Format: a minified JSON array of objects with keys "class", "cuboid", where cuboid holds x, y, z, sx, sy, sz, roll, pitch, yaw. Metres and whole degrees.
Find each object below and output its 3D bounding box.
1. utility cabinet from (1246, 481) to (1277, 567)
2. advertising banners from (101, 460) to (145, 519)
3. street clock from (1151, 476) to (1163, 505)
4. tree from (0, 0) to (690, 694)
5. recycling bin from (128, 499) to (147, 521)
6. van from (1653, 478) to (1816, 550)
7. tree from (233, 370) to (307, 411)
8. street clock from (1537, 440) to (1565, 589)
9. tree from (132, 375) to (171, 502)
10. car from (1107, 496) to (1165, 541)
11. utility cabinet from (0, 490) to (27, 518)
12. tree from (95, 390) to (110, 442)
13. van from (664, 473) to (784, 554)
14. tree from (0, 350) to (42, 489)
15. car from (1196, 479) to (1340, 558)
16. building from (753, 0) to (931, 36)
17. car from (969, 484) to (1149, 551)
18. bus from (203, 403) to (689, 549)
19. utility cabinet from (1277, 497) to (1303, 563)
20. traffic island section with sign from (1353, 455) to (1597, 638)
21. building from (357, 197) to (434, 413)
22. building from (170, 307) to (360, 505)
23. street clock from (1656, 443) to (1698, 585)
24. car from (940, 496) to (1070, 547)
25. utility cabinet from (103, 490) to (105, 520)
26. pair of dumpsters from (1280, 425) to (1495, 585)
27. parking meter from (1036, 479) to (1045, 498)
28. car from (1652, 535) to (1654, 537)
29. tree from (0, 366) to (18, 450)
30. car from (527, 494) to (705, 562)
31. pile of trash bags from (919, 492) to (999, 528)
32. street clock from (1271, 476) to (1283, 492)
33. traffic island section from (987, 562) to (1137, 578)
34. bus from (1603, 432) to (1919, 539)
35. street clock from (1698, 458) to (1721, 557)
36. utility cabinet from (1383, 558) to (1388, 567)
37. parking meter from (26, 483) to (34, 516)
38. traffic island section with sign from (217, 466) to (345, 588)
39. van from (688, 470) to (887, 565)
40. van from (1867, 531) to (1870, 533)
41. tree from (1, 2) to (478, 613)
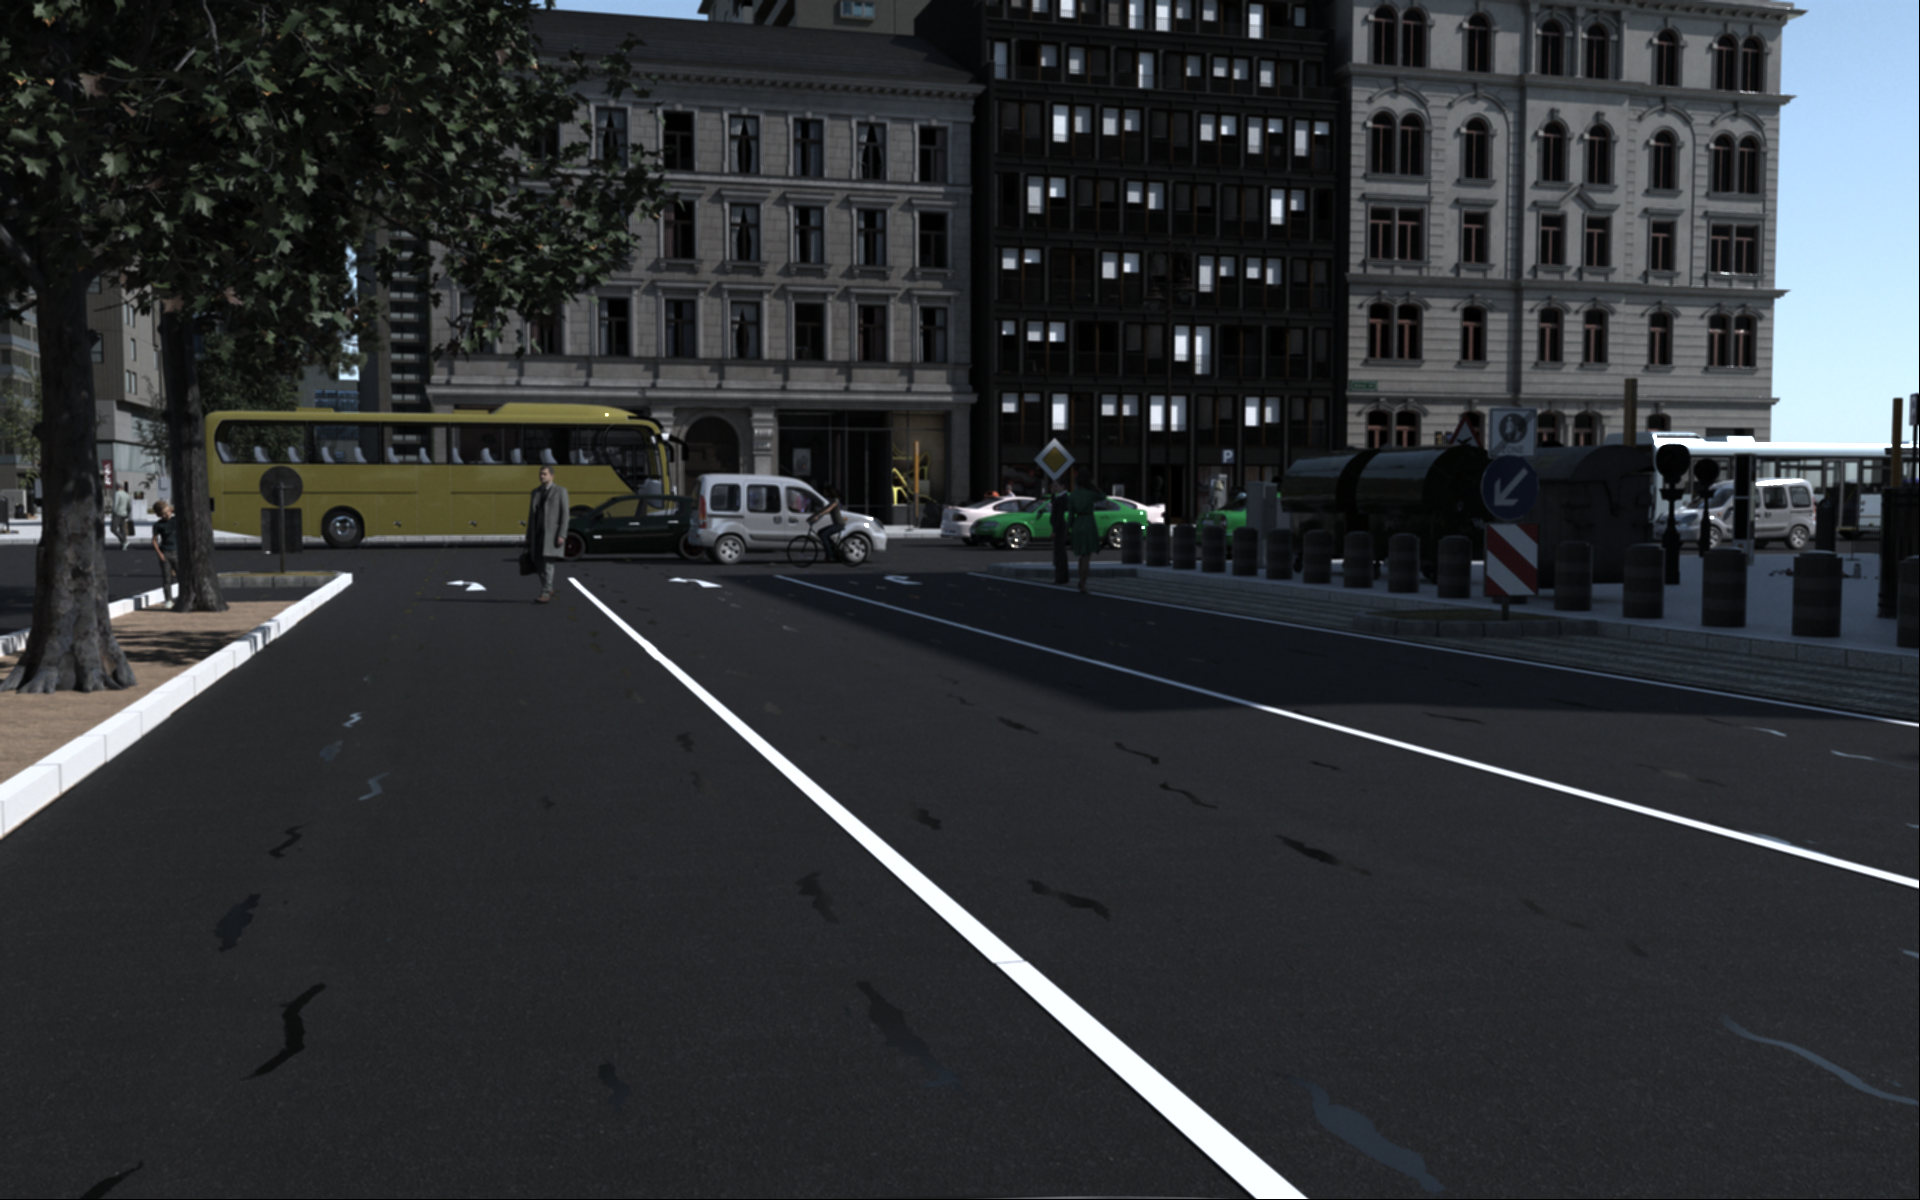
[{"class":"utility cabinet","cuboid":[5.302,-1.326,30.355,0.318,1.500,1.173,1,4,22]},{"class":"advertising banners","cuboid":[-43.055,-5.687,89.173,2.074,3.025,0.090,-3,5,-42]},{"class":"street clock","cuboid":[7.985,-4.015,70.219,0.358,2.002,0.471,-3,4,-37]},{"class":"tree","cuboid":[-6.600,-5.695,12.573,9.611,12.733,9.660,0,3,0]},{"class":"recycling bin","cuboid":[-39.048,-4.260,82.197,0.722,1.027,0.722,-3,5,-40]},{"class":"van","cuboid":[20.141,-2.328,45.080,4.112,2.044,2.013,-1,4,-15]},{"class":"tree","cuboid":[-53.086,-13.054,131.558,7.486,12.596,7.792,0,3,0]},{"class":"street clock","cuboid":[7.969,-1.157,23.493,0.471,2.002,0.358,0,4,3]},{"class":"tree","cuboid":[-47.138,-9.319,102.730,4.360,8.622,3.978,0,3,0]},{"class":"car","cuboid":[4.054,-2.516,53.496,4.827,1.381,2.083,-1,4,-16]},{"class":"utility cabinet","cuboid":[-49.446,-5.003,90.478,1.173,1.500,0.318,0,4,-1]},{"class":"tree","cuboid":[-53.586,-9.418,104.341,4.360,8.622,3.978,0,3,0]},{"class":"van","cuboid":[-5.931,-2.174,42.551,4.112,2.044,2.013,-1,4,-14]},{"class":"tree","cuboid":[-45.914,-8.304,86.140,4.737,8.622,4.395,0,3,0]},{"class":"car","cuboid":[7.501,-1.801,38.243,4.718,1.807,1.959,-1,4,-17]},{"class":"building","cuboid":[-4.701,-31.728,142.457,21.300,48.544,21.600,-1,4,-16]},{"class":"car","cuboid":[2.581,-2.218,45.053,4.718,1.807,1.959,-1,4,-15]},{"class":"bus","cuboid":[-13.662,-3.378,46.785,12.252,3.916,2.896,-1,4,-17]},{"class":"utility cabinet","cuboid":[5.994,-1.276,32.028,0.306,1.237,1.020,-1,4,-17]},{"class":"traffic island section with sign","cuboid":[5.231,-0.583,18.157,1.989,1.847,2.006,-1,4,-16]},{"class":"building","cuboid":[-69.627,-32.930,222.001,14.086,41.232,14.154,-1,4,-16]},{"class":"building","cuboid":[-92.537,-55.423,218.832,31.000,86.520,22.319,-1,4,-16]},{"class":"street clock","cuboid":[10.091,-1.223,24.563,0.358,2.002,0.471,-1,4,-14]},{"class":"car","cuboid":[1.851,-2.183,48.061,4.827,1.381,2.083,-1,4,-17]},{"class":"utility cabinet","cuboid":[-42.035,-4.589,83.716,1.173,1.500,0.318,-1,4,-20]},{"class":"pair of dumpsters","cuboid":[6.574,-1.463,26.416,1.574,2.255,4.437,-1,4,-16]},{"class":"parking meter","cuboid":[3.079,-3.710,66.374,0.255,1.863,0.399,1,4,20]},{"class":"car","cuboid":[20.964,-2.801,55.588,4.222,1.686,2.009,-1,4,-16]},{"class":"tree","cuboid":[-44.288,-7.757,77.195,4.360,8.622,3.978,0,3,0]},{"class":"car","cuboid":[-7.279,-1.709,37.733,4.222,1.686,2.009,-1,4,-14]},{"class":"pile of trash bags","cuboid":[0.092,-3.348,64.493,3.447,1.369,1.912,3,4,39]},{"class":"street clock","cuboid":[12.646,-3.942,69.024,0.471,2.002,0.358,1,4,19]},{"class":"traffic island section","cuboid":[1.689,-0.523,30.825,2.009,0.180,2.903,-1,4,-16]},{"class":"bus","cuboid":[26.261,-3.598,53.692,13.247,3.499,2.948,-1,4,-17]},{"class":"street clock","cuboid":[15.151,-1.872,35.170,0.471,2.002,0.358,2,4,33]},{"class":"utility cabinet","cuboid":[7.749,-1.165,30.207,0.306,1.237,1.020,-1,4,-15]},{"class":"parking meter","cuboid":[-51.049,-5.467,95.095,0.255,1.863,0.399,0,4,-6]},{"class":"traffic island section with sign","cuboid":[-10.864,-1.188,27.563,2.006,1.907,1.989,-1,4,-16]},{"class":"van","cuboid":[-3.584,-1.782,36.141,4.112,2.044,2.013,-1,4,-16]},{"class":"van","cuboid":[35.349,-3.628,63.701,5.245,2.365,2.240,-1,4,-16]},{"class":"tree","cuboid":[-9.524,-6.787,20.850,7.806,13.903,7.818,0,3,0]}]
